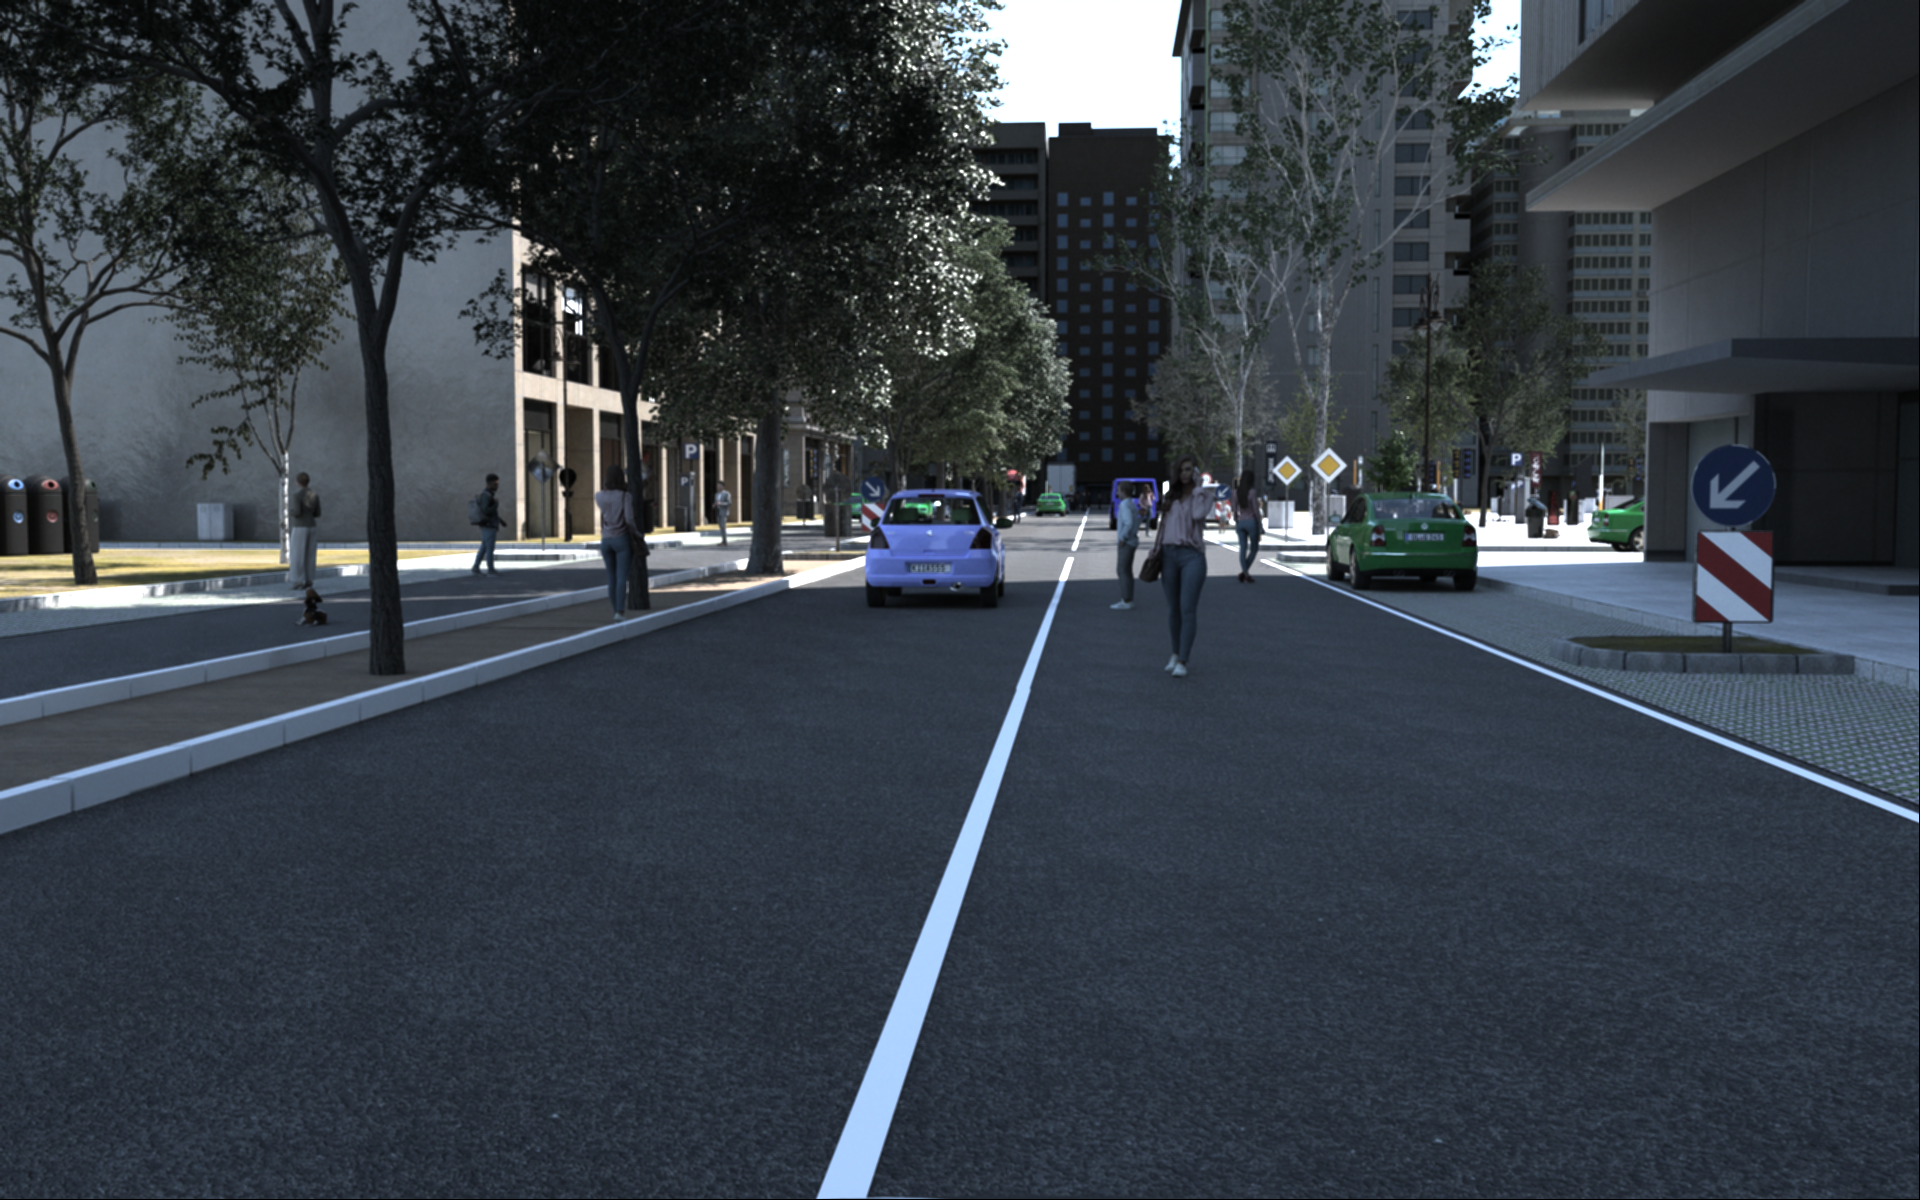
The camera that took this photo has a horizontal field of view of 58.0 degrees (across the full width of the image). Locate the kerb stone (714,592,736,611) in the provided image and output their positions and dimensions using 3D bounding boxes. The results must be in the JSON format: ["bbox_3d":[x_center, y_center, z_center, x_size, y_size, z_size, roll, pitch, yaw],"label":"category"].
[{"bbox_3d":[-2.991,0.039,21.604,0.120,0.150,1.000,0,4,4],"label":"kerb stone"}]

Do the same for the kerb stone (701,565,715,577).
[{"bbox_3d":[-4.460,-0.476,29.978,0.120,0.150,1.000,0,4,4],"label":"kerb stone"}]

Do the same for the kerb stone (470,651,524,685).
[{"bbox_3d":[-3.624,0.536,13.432,0.120,0.150,1.000,0,4,4],"label":"kerb stone"}]

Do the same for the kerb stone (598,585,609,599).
[{"bbox_3d":[-4.935,-0.100,23.832,0.120,0.150,1.000,0,4,4],"label":"kerb stone"}]

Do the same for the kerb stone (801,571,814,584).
[{"bbox_3d":[-2.524,-0.339,27.739,0.120,0.150,1.000,0,4,4],"label":"kerb stone"}]

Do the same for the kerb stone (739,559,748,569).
[{"bbox_3d":[-4.218,-0.662,33.050,0.120,0.150,1.000,0,4,4],"label":"kerb stone"}]

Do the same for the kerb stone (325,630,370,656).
[{"bbox_3d":[-5.565,0.400,15.652,0.120,0.150,1.000,0,4,4],"label":"kerb stone"}]

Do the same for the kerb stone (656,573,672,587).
[{"bbox_3d":[-4.697,-0.288,26.906,0.120,0.150,1.000,0,4,4],"label":"kerb stone"}]

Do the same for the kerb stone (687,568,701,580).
[{"bbox_3d":[-4.538,-0.413,28.959,0.120,0.150,1.000,0,4,4],"label":"kerb stone"}]

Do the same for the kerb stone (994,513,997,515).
[{"bbox_3d":[2.462,-5.947,119.431,0.120,0.150,1.000,0,4,4],"label":"kerb stone"}]

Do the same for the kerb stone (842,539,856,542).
[{"bbox_3d":[-3.073,-1.571,47.884,0.120,0.150,1.000,0,4,4],"label":"kerb stone"}]

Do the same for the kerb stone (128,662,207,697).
[{"bbox_3d":[-5.807,0.590,12.595,0.120,0.150,1.000,0,4,4],"label":"kerb stone"}]

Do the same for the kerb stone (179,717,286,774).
[{"bbox_3d":[-3.944,0.787,9.350,0.120,0.150,1.000,0,4,4],"label":"kerb stone"}]

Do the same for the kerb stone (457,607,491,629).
[{"bbox_3d":[-5.324,0.213,18.712,0.120,0.150,1.000,0,4,4],"label":"kerb stone"}]

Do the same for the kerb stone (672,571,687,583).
[{"bbox_3d":[-4.616,-0.349,27.932,0.120,0.150,1.000,0,4,4],"label":"kerb stone"}]

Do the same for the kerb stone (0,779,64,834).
[{"bbox_3d":[-4.100,0.913,7.302,0.120,0.150,1.000,0,4,4],"label":"kerb stone"}]

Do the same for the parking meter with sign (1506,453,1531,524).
[{"bbox_3d":[24.018,-4.744,73.822,0.543,3.016,1.738,3,4,39],"label":"parking meter with sign"}]

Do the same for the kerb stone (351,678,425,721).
[{"bbox_3d":[-3.788,0.661,11.388,0.120,0.150,1.000,0,4,4],"label":"kerb stone"}]

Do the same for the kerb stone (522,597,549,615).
[{"bbox_3d":[-5.175,0.092,20.757,0.120,0.150,1.000,0,4,4],"label":"kerb stone"}]

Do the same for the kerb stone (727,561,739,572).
[{"bbox_3d":[-4.298,-0.601,32.021,0.120,0.150,1.000,0,4,4],"label":"kerb stone"}]

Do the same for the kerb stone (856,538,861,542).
[{"bbox_3d":[-2.994,-1.632,48.904,0.120,0.150,1.000,0,4,4],"label":"kerb stone"}]

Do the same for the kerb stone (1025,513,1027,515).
[{"bbox_3d":[4.238,-5.688,115.193,0.120,0.150,1.000,0,4,4],"label":"kerb stone"}]

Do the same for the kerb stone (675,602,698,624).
[{"bbox_3d":[-3.156,0.161,19.557,0.120,0.150,1.000,0,4,4],"label":"kerb stone"}]

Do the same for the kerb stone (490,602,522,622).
[{"bbox_3d":[-5.248,0.151,19.731,0.120,0.150,1.000,0,4,4],"label":"kerb stone"}]

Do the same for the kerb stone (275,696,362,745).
[{"bbox_3d":[-3.866,0.724,10.369,0.120,0.150,1.000,0,4,4],"label":"kerb stone"}]

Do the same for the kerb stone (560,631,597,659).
[{"bbox_3d":[-3.473,0.416,15.474,0.120,0.150,1.000,0,4,4],"label":"kerb stone"}]

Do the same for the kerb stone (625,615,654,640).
[{"bbox_3d":[-3.308,0.286,17.518,0.120,0.150,1.000,0,4,4],"label":"kerb stone"}]

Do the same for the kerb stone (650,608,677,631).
[{"bbox_3d":[-3.237,0.224,18.538,0.120,0.150,1.000,0,4,4],"label":"kerb stone"}]

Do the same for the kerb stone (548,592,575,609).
[{"bbox_3d":[-5.087,0.025,21.786,0.120,0.150,1.000,0,4,4],"label":"kerb stone"}]

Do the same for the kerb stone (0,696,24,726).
[{"bbox_3d":[-5.955,0.715,10.557,0.120,0.150,1.000,0,4,4],"label":"kerb stone"}]

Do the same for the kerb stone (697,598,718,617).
[{"bbox_3d":[-3.079,0.106,20.576,0.120,0.150,1.000,0,4,4],"label":"kerb stone"}]

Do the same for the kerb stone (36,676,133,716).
[{"bbox_3d":[-5.881,0.650,11.576,0.120,0.150,1.000,0,4,4],"label":"kerb stone"}]

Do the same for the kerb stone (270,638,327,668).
[{"bbox_3d":[-5.649,0.463,14.633,0.120,0.150,1.000,0,4,4],"label":"kerb stone"}]

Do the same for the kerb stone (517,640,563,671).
[{"bbox_3d":[-3.551,0.474,14.451,0.120,0.150,1.000,0,4,4],"label":"kerb stone"}]

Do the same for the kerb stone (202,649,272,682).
[{"bbox_3d":[-5.722,0.525,13.613,0.120,0.150,1.000,0,4,4],"label":"kerb stone"}]

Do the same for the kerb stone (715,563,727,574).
[{"bbox_3d":[-4.380,-0.536,31.003,0.120,0.150,1.000,0,4,4],"label":"kerb stone"}]

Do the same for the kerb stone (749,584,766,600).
[{"bbox_3d":[-2.844,-0.088,23.642,0.120,0.150,1.000,0,4,4],"label":"kerb stone"}]

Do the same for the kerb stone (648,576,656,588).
[{"bbox_3d":[-4.772,-0.226,25.886,0.120,0.150,1.000,0,4,4],"label":"kerb stone"}]

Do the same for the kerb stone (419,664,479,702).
[{"bbox_3d":[-3.706,0.601,12.410,0.120,0.150,1.000,0,4,4],"label":"kerb stone"}]

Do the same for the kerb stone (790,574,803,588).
[{"bbox_3d":[-2.606,-0.274,26.718,0.120,0.150,1.000,0,4,4],"label":"kerb stone"}]

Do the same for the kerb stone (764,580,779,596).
[{"bbox_3d":[-2.762,-0.150,24.670,0.120,0.150,1.000,0,4,4],"label":"kerb stone"}]

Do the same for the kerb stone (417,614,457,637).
[{"bbox_3d":[-5.405,0.276,17.690,0.120,0.150,1.000,0,4,4],"label":"kerb stone"}]

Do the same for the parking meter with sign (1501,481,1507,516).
[{"bbox_3d":[32.333,-6.455,101.804,0.543,3.016,1.738,-1,4,-19],"label":"parking meter with sign"}]

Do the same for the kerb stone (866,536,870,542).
[{"bbox_3d":[-2.835,-1.759,50.956,0.120,0.150,1.000,0,4,4],"label":"kerb stone"}]

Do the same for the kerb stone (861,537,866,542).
[{"bbox_3d":[-2.914,-1.692,49.929,0.120,0.150,1.000,0,4,4],"label":"kerb stone"}]

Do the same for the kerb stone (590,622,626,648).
[{"bbox_3d":[-3.397,0.349,16.493,0.120,0.150,1.000,0,4,4],"label":"kerb stone"}]

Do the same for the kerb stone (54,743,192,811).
[{"bbox_3d":[-4.019,0.849,8.320,0.120,0.150,1.000,0,4,4],"label":"kerb stone"}]

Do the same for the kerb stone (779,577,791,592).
[{"bbox_3d":[-2.687,-0.208,25.689,0.120,0.150,1.000,0,4,4],"label":"kerb stone"}]

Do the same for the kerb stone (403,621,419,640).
[{"bbox_3d":[-5.486,0.342,16.671,0.120,0.150,1.000,0,4,4],"label":"kerb stone"}]

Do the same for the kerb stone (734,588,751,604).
[{"bbox_3d":[-2.923,-0.026,22.623,0.120,0.150,1.000,0,4,4],"label":"kerb stone"}]

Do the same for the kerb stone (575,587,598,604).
[{"bbox_3d":[-5.007,-0.038,22.809,0.120,0.150,1.000,0,4,4],"label":"kerb stone"}]
